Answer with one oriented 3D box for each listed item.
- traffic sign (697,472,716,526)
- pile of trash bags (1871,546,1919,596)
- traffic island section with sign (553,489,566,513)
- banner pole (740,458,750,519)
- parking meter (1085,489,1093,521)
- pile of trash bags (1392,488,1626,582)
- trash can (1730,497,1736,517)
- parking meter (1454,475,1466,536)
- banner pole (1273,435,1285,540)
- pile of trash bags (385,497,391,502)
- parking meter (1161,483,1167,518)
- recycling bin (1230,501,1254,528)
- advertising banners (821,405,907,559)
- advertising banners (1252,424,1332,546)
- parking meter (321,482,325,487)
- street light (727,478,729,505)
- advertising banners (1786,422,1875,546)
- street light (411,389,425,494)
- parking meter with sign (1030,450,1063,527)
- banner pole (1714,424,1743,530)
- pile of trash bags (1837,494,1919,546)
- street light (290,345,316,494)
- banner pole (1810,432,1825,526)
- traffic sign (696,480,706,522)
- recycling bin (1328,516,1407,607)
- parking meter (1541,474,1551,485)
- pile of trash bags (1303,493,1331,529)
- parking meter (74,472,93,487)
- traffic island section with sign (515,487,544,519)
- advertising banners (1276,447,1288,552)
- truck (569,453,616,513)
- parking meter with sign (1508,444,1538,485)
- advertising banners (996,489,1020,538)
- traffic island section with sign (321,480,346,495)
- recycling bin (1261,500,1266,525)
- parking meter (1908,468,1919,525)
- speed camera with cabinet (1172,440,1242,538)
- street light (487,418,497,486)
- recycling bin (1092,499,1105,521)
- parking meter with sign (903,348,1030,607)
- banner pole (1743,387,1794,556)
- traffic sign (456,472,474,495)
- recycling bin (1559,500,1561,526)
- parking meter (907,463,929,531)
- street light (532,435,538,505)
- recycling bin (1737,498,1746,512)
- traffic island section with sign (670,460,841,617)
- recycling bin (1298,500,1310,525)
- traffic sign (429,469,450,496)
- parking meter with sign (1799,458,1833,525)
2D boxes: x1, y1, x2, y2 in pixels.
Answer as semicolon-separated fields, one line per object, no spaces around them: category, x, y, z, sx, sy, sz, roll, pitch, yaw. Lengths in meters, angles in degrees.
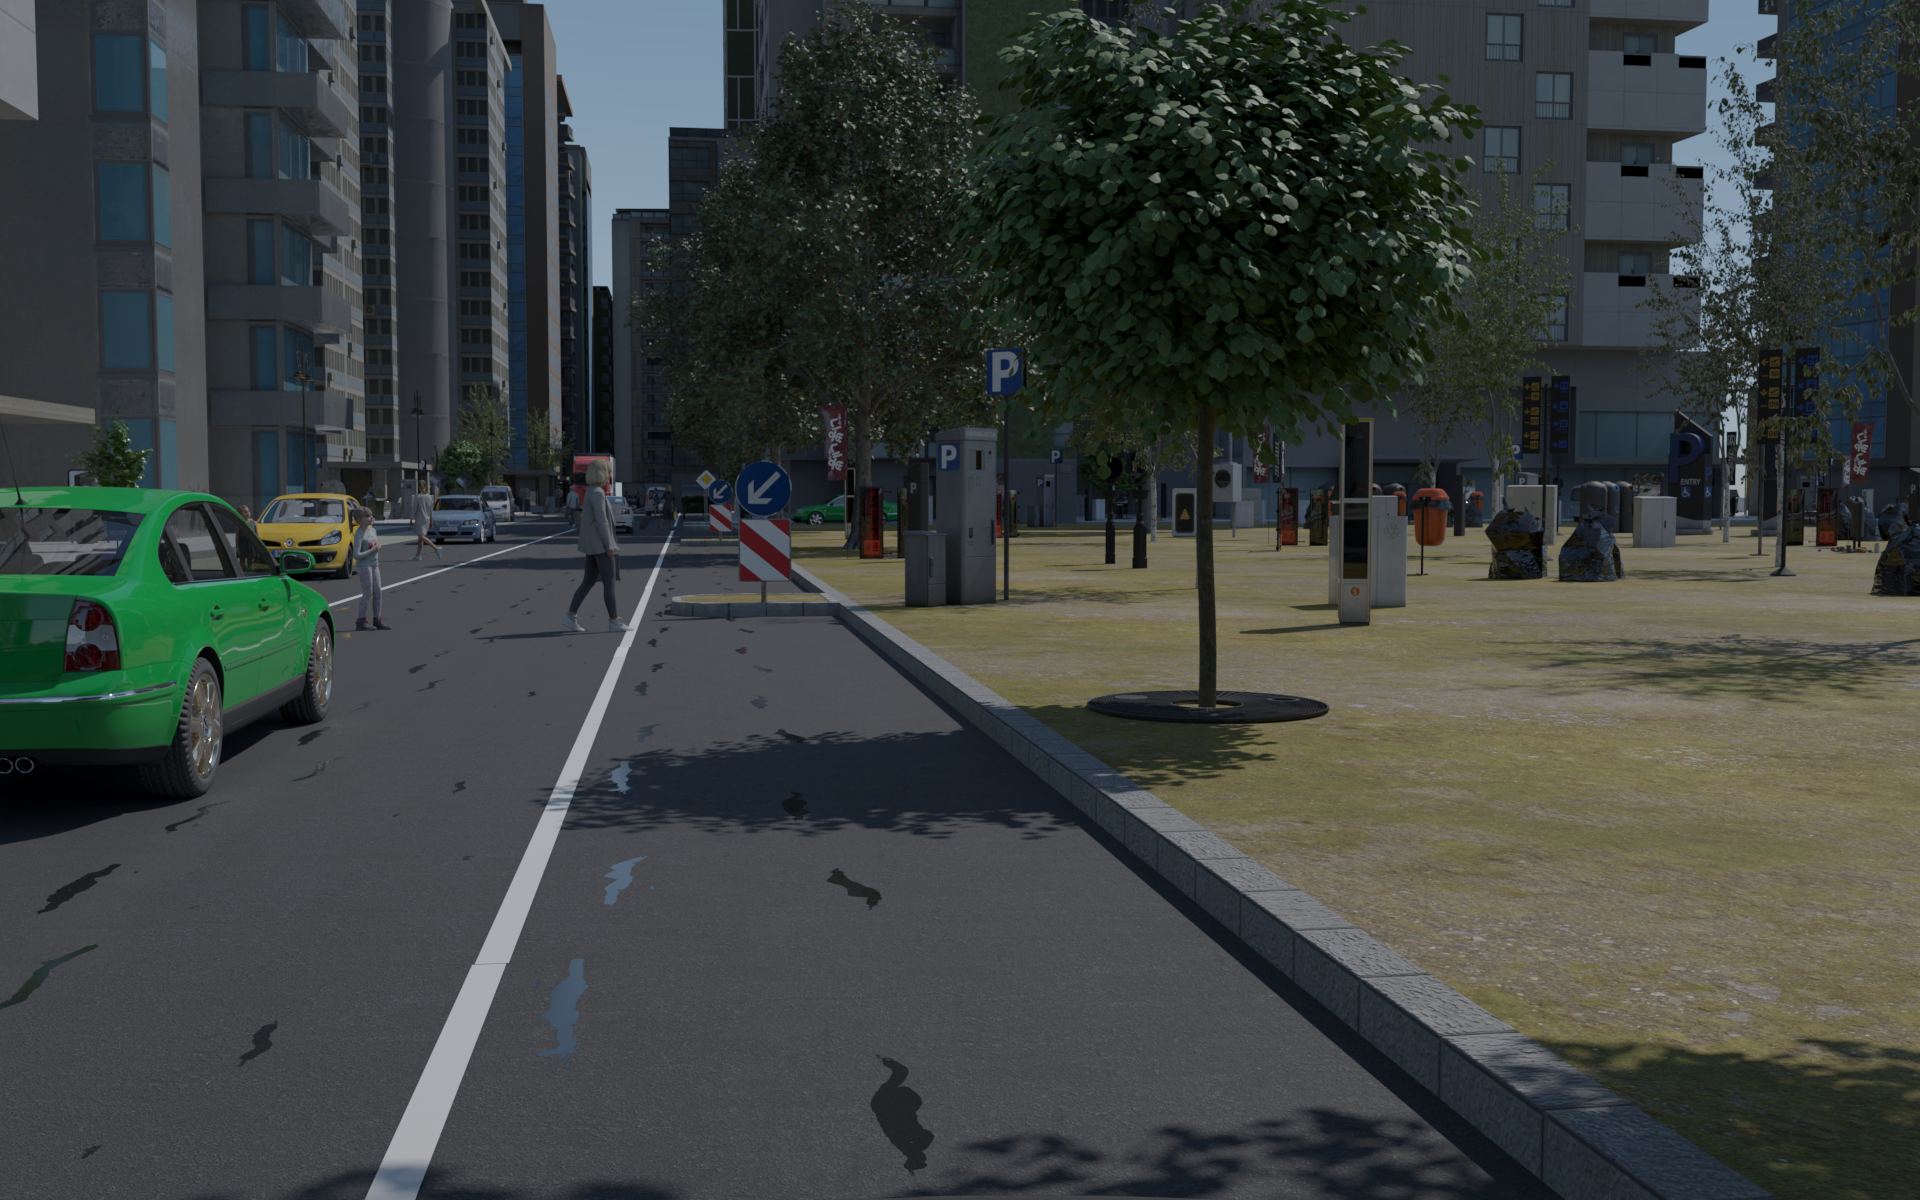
traffic sign;-10.307;-4.085;70.436;0.795;2.450;0.064;-1;4;-9
pile of trash bags;13.505;-0.732;21.714;3.447;1.369;1.912;0;3;0
traffic island section with sign;-29.786;-7.349;128.792;1.989;1.847;2.006;-1;4;-9
banner pole;-10.188;-5.651;82.403;0.863;3.779;0.401;3;5;44
parking meter;6.550;-4.874;88.099;0.372;1.533;0.369;0;3;0
pile of trash bags;8.569;-1.043;26.801;3.447;1.369;1.912;3;5;41
trash can;43.630;-5.291;98.159;0.748;1.137;0.748;0;3;0
parking meter;15.201;-2.872;52.675;0.255;1.863;0.399;2;4;33
banner pole;9.029;-3.602;48.912;0.401;3.779;0.863;-1;4;-19
pile of trash bags;-37.245;-6.420;114.716;3.447;1.369;1.912;-3;4;-36
parking meter;10.862;-5.299;92.348;0.255;1.863;0.399;1;4;17
recycling bin;10.616;-3.221;65.218;0.722;1.027;0.722;0;4;-7
advertising banners;-1.726;-2.331;34.304;2.074;3.025;0.090;-1;4;-16
advertising banners;8.221;-2.873;43.154;2.074;3.025;0.090;1;4;20
parking meter;-31.123;-4.842;84.883;0.255;1.863;0.399;-3;5;-41
street light;-16.471;-9.169;122.699;0.468;5.910;1.993;-1;4;-9
advertising banners;21.309;-2.837;42.568;2.074;3.025;0.090;3;5;41
street light;-23.942;-6.348;76.580;0.468;5.910;1.993;-1;4;-9
parking meter with sign;3.269;-4.341;67.239;0.543;3.016;1.738;3;4;37
banner pole;27.043;-4.345;61.065;0.401;3.779;0.863;-1;4;-21
pile of trash bags;25.140;-2.291;47.207;1.912;1.369;3.447;-1;4;-10
street light;-20.352;-4.954;53.781;0.468;5.910;1.993;-1;4;-9
banner pole;34.409;-4.853;69.363;0.401;3.779;0.863;0;4;-3
traffic sign;-11.546;-4.568;78.325;0.795;2.450;0.064;-1;4;-9
recycling bin;4.685;-0.451;19.927;0.722;1.027;0.722;0;4;-4
parking meter;17.150;-2.755;50.750;0.255;1.863;0.399;1;4;15
pile of trash bags;13.541;-3.292;63.570;1.912;1.369;3.447;1;4;12
parking meter;-22.501;-2.371;44.475;0.255;1.863;0.399;2;4;32
traffic island section with sign;-25.553;-5.702;101.862;1.989;1.847;2.006;-1;4;-9
advertising banners;7.304;-2.645;39.440;0.090;3.025;2.074;1;4;14
truck;-25.547;-8.081;121.037;2.839;4.237;11.283;-1;4;-9
parking meter with sign;19.968;-3.952;60.869;1.738;3.016;0.543;-3;5;-39
advertising banners;1.086;-3.307;50.250;0.090;3.025;2.074;3;4;39
traffic island section with sign;-16.859;-2.317;46.503;1.989;1.847;2.006;-1;4;-9
recycling bin;12.138;-3.580;71.083;0.722;1.027;0.722;1;4;19
parking meter;21.457;-2.023;38.779;0.255;1.863;0.399;0;4;-4
speed camera with cabinet;7.295;-3.482;51.272;2.038;3.252;0.660;3;4;37
street light;-28.614;-8.142;105.912;0.468;5.910;1.993;-1;4;-9
recycling bin;6.521;-4.350;83.684;0.722;1.027;0.722;3;5;41
parking meter with sign;0.049;-1.465;20.221;0.543;3.016;1.738;3;4;38
banner pole;16.812;-2.801;35.816;0.401;3.779;0.863;-2;4;-35
traffic sign;-21.917;-4.470;76.723;0.795;2.450;0.064;-1;4;-9
recycling bin;23.553;-3.468;69.262;0.722;1.027;0.722;0;4;-5
parking meter;-0.803;-1.666;32.949;0.255;1.863;0.399;-3;5;-43
street light;-33.187;-9.953;135.515;0.468;5.910;1.993;-1;4;-9
recycling bin;55.005;-6.710;122.264;0.722;1.027;0.722;1;4;11
traffic island section with sign;-2.534;-0.766;21.158;1.989;1.847;2.006;-1;4;-9
recycling bin;14.194;-3.633;71.961;0.722;1.027;0.722;-1;4;-19
traffic sign;-20.678;-3.987;68.834;0.795;2.450;0.064;-1;4;-9
parking meter with sign;35.611;-4.675;72.690;1.738;3.016;0.543;3;4;36
